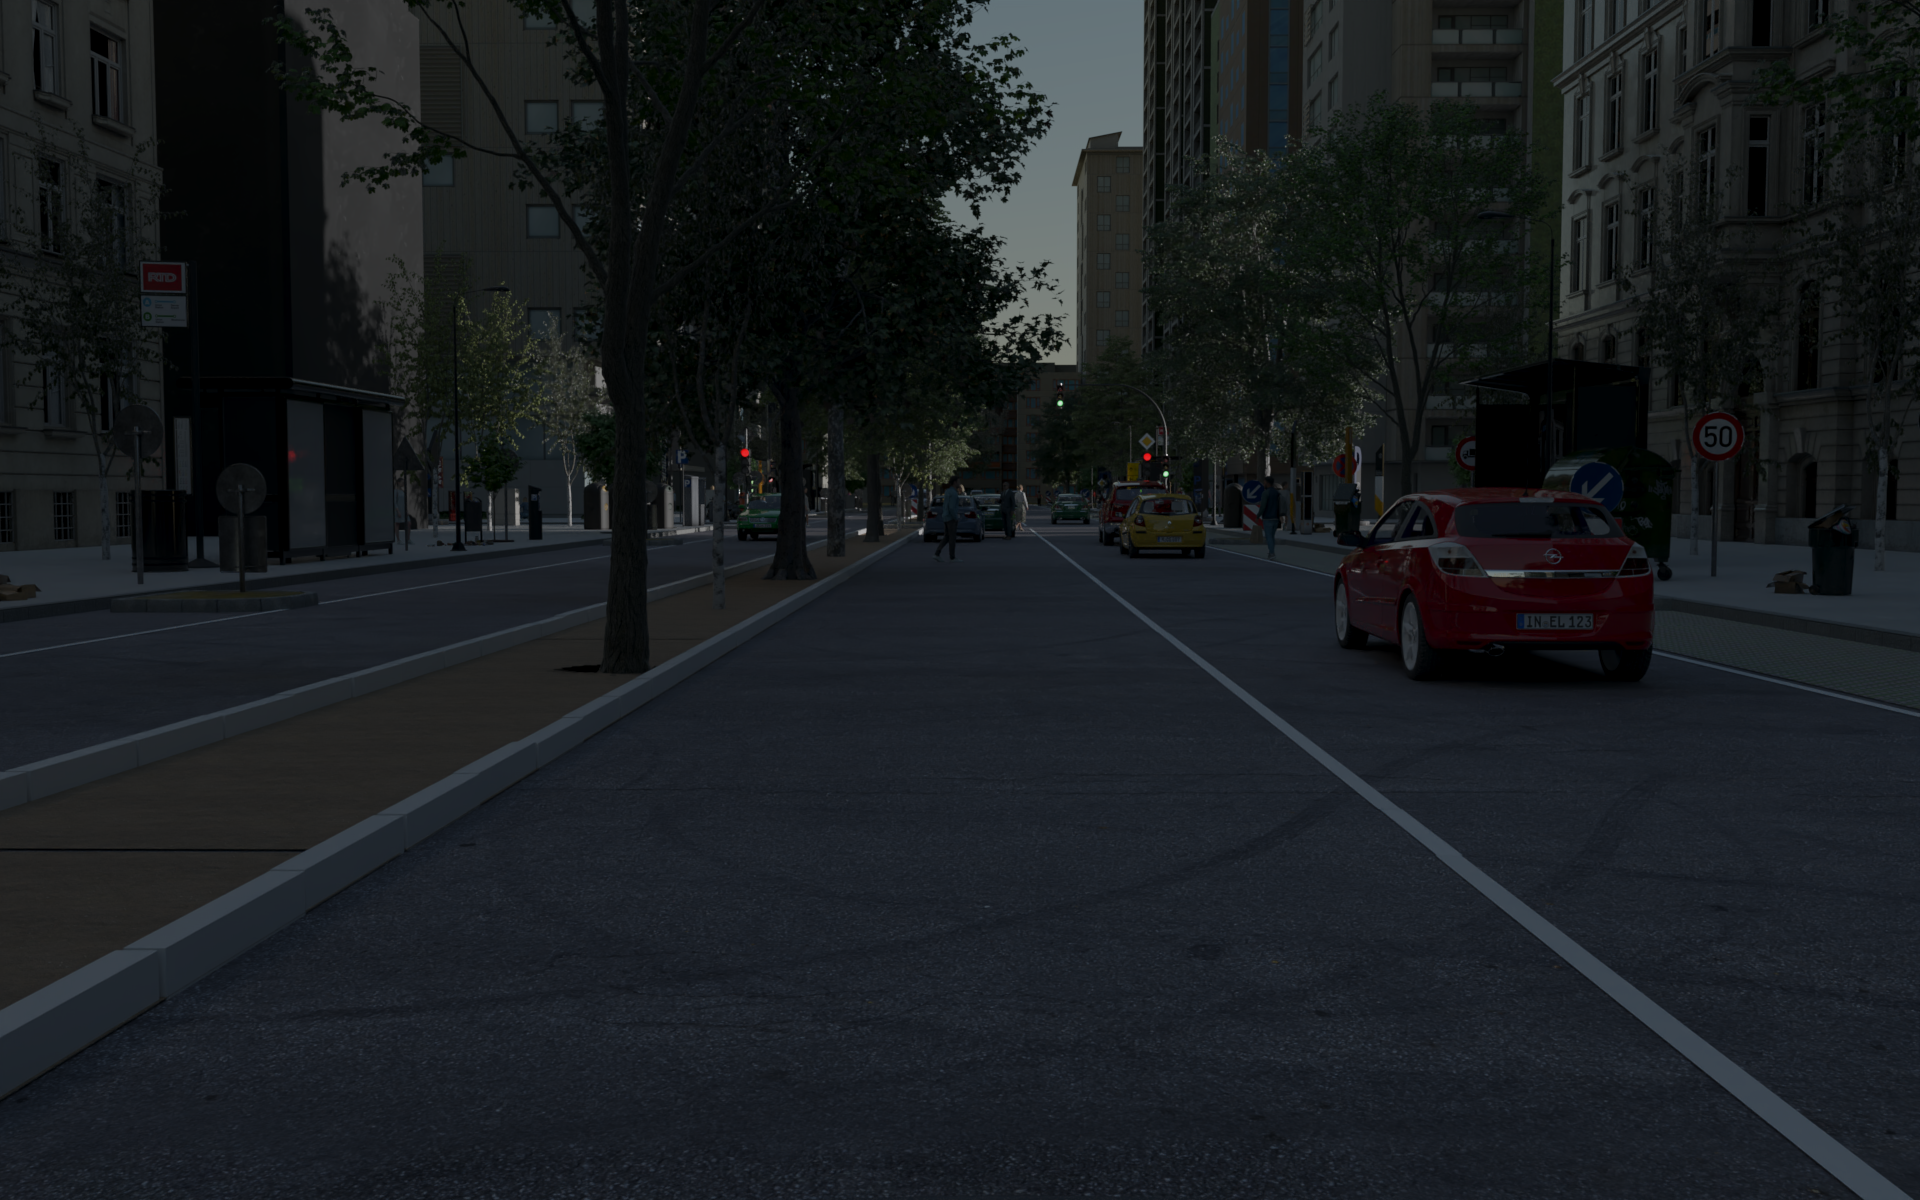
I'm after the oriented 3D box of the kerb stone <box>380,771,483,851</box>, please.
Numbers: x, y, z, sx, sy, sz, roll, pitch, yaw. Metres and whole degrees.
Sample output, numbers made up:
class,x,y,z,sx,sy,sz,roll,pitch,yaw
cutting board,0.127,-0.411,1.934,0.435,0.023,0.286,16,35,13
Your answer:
class,x,y,z,sx,sy,sz,roll,pitch,yaw
kerb stone,-2.270,0.902,7.447,0.120,0.150,1.000,0,4,1

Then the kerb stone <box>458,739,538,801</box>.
class,x,y,z,sx,sy,sz,roll,pitch,yaw
kerb stone,-2.264,0.840,8.469,0.120,0.150,1.000,0,4,1

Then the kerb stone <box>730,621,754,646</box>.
class,x,y,z,sx,sy,sz,roll,pitch,yaw
kerb stone,-2.135,0.338,16.677,0.120,0.150,1.000,0,4,1

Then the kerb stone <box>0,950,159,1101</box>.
class,x,y,z,sx,sy,sz,roll,pitch,yaw
kerb stone,-2.321,1.090,4.373,0.120,0.150,1.000,0,4,1

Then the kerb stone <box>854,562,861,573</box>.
class,x,y,z,sx,sy,sz,roll,pitch,yaw
kerb stone,-1.923,-0.539,31.013,0.120,0.150,1.000,0,4,1

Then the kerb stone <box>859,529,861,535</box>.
class,x,y,z,sx,sy,sz,roll,pitch,yaw
kerb stone,-3.591,-2.300,59.792,0.120,0.150,1.000,0,4,1

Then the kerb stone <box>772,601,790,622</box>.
class,x,y,z,sx,sy,sz,roll,pitch,yaw
kerb stone,-2.090,0.150,19.750,0.120,0.150,1.000,0,4,1

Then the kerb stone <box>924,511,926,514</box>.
class,x,y,z,sx,sy,sz,roll,pitch,yaw
kerb stone,-2.484,-6.840,134.074,0.120,0.150,1.000,0,4,1

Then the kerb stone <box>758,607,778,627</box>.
class,x,y,z,sx,sy,sz,roll,pitch,yaw
kerb stone,-2.111,0.212,18.726,0.120,0.150,1.000,0,4,1

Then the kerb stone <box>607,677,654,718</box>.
class,x,y,z,sx,sy,sz,roll,pitch,yaw
kerb stone,-2.214,0.656,11.542,0.120,0.150,1.000,0,4,1

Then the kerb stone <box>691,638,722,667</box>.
class,x,y,z,sx,sy,sz,roll,pitch,yaw
kerb stone,-2.168,0.463,14.621,0.120,0.150,1.000,0,4,1

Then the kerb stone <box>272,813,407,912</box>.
class,x,y,z,sx,sy,sz,roll,pitch,yaw
kerb stone,-2.288,0.965,6.417,0.120,0.150,1.000,0,4,1

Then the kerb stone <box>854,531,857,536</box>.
class,x,y,z,sx,sy,sz,roll,pitch,yaw
kerb stone,-3.618,-2.173,57.744,0.120,0.150,1.000,0,4,1

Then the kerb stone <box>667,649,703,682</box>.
class,x,y,z,sx,sy,sz,roll,pitch,yaw
kerb stone,-2.182,0.526,13.595,0.120,0.150,1.000,0,4,1

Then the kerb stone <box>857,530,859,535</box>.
class,x,y,z,sx,sy,sz,roll,pitch,yaw
kerb stone,-3.609,-2.235,58.766,0.120,0.150,1.000,0,4,1

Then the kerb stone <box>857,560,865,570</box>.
class,x,y,z,sx,sy,sz,roll,pitch,yaw
kerb stone,-1.899,-0.602,32.038,0.120,0.150,1.000,0,4,1

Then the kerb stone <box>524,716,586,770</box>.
class,x,y,z,sx,sy,sz,roll,pitch,yaw
kerb stone,-2.239,0.787,9.491,0.120,0.150,1.000,0,4,1

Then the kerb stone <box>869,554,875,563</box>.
class,x,y,z,sx,sy,sz,roll,pitch,yaw
kerb stone,-1.860,-0.790,35.112,0.120,0.150,1.000,0,4,1

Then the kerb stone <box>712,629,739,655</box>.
class,x,y,z,sx,sy,sz,roll,pitch,yaw
kerb stone,-2.157,0.401,15.656,0.120,0.150,1.000,0,4,1

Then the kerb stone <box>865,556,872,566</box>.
class,x,y,z,sx,sy,sz,roll,pitch,yaw
kerb stone,-1.877,-0.727,34.090,0.120,0.150,1.000,0,4,1

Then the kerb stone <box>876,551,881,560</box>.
class,x,y,z,sx,sy,sz,roll,pitch,yaw
kerb stone,-1.833,-0.915,37.163,0.120,0.150,1.000,0,4,1

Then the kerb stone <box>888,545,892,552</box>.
class,x,y,z,sx,sy,sz,roll,pitch,yaw
kerb stone,-1.766,-1.166,41.265,0.120,0.150,1.000,0,4,1

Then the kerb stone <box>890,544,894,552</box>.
class,x,y,z,sx,sy,sz,roll,pitch,yaw
kerb stone,-1.752,-1.228,42.296,0.120,0.150,1.000,0,4,1

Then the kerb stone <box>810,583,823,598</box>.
class,x,y,z,sx,sy,sz,roll,pitch,yaw
kerb stone,-2.028,-0.101,23.845,0.120,0.150,1.000,0,4,1

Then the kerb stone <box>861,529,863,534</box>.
class,x,y,z,sx,sy,sz,roll,pitch,yaw
kerb stone,-3.582,-2.356,60.827,0.120,0.150,1.000,0,4,1

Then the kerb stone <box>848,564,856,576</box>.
class,x,y,z,sx,sy,sz,roll,pitch,yaw
kerb stone,-1.937,-0.477,29.991,0.120,0.150,1.000,0,4,1

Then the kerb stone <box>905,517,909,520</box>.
class,x,y,z,sx,sy,sz,roll,pitch,yaw
kerb stone,-3.055,-4.523,96.153,0.120,0.150,1.000,0,4,1

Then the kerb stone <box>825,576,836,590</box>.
class,x,y,z,sx,sy,sz,roll,pitch,yaw
kerb stone,-2.000,-0.226,25.891,0.120,0.150,1.000,0,4,1

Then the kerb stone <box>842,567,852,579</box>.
class,x,y,z,sx,sy,sz,roll,pitch,yaw
kerb stone,-1.953,-0.414,28.966,0.120,0.150,1.000,0,4,1

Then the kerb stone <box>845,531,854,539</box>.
class,x,y,z,sx,sy,sz,roll,pitch,yaw
kerb stone,-3.637,-2.111,56.713,0.120,0.150,1.000,0,4,1

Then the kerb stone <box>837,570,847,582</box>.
class,x,y,z,sx,sy,sz,roll,pitch,yaw
kerb stone,-1.967,-0.348,27.939,0.120,0.150,1.000,0,4,1

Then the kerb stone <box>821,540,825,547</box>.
class,x,y,z,sx,sy,sz,roll,pitch,yaw
kerb stone,-3.798,-1.484,46.457,0.120,0.150,1.000,0,4,1

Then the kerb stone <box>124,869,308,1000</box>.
class,x,y,z,sx,sy,sz,roll,pitch,yaw
kerb stone,-2.296,1.028,5.395,0.120,0.150,1.000,0,4,1

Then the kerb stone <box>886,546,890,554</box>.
class,x,y,z,sx,sy,sz,roll,pitch,yaw
kerb stone,-1.781,-1.103,40.243,0.120,0.150,1.000,0,4,1

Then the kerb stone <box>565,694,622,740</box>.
class,x,y,z,sx,sy,sz,roll,pitch,yaw
kerb stone,-2.233,0.721,10.514,0.120,0.150,1.000,0,4,1

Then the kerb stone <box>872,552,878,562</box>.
class,x,y,z,sx,sy,sz,roll,pitch,yaw
kerb stone,-1.846,-0.853,36.141,0.120,0.150,1.000,0,4,1

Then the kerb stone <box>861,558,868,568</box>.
class,x,y,z,sx,sy,sz,roll,pitch,yaw
kerb stone,-1.897,-0.665,33.062,0.120,0.150,1.000,0,4,1

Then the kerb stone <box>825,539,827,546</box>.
class,x,y,z,sx,sy,sz,roll,pitch,yaw
kerb stone,-3.776,-1.547,47.487,0.120,0.150,1.000,0,4,1

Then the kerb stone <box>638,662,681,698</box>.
class,x,y,z,sx,sy,sz,roll,pitch,yaw
kerb stone,-2.195,0.589,12.570,0.120,0.150,1.000,0,4,1

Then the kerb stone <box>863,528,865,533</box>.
class,x,y,z,sx,sy,sz,roll,pitch,yaw
kerb stone,-3.561,-2.426,61.854,0.120,0.150,1.000,0,4,1

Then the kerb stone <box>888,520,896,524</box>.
class,x,y,z,sx,sy,sz,roll,pitch,yaw
kerb stone,-3.255,-3.708,82.847,0.120,0.150,1.000,0,4,1

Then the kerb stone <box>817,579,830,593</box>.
class,x,y,z,sx,sy,sz,roll,pitch,yaw
kerb stone,-2.016,-0.164,24.869,0.120,0.150,1.000,0,4,1

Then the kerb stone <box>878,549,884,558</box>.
class,x,y,z,sx,sy,sz,roll,pitch,yaw
kerb stone,-1.814,-0.978,38.185,0.120,0.150,1.000,0,4,1

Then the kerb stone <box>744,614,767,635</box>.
class,x,y,z,sx,sy,sz,roll,pitch,yaw
kerb stone,-2.124,0.275,17.700,0.120,0.150,1.000,0,4,1

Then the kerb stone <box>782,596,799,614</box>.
class,x,y,z,sx,sy,sz,roll,pitch,yaw
kerb stone,-2.081,0.087,20.771,0.120,0.150,1.000,0,4,1

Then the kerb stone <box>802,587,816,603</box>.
class,x,y,z,sx,sy,sz,roll,pitch,yaw
kerb stone,-2.047,-0.037,22.824,0.120,0.150,1.000,0,4,1

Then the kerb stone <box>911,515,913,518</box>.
class,x,y,z,sx,sy,sz,roll,pitch,yaw
kerb stone,-2.969,-4.835,101.280,0.120,0.150,1.000,0,4,1

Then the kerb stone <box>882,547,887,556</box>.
class,x,y,z,sx,sy,sz,roll,pitch,yaw
kerb stone,-1.797,-1.041,39.221,0.120,0.150,1.000,0,4,1

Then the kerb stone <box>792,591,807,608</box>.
class,x,y,z,sx,sy,sz,roll,pitch,yaw
kerb stone,-2.063,0.025,21.793,0.120,0.150,1.000,0,4,1

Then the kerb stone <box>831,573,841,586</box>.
class,x,y,z,sx,sy,sz,roll,pitch,yaw
kerb stone,-1.985,-0.288,26.915,0.120,0.150,1.000,0,4,1
